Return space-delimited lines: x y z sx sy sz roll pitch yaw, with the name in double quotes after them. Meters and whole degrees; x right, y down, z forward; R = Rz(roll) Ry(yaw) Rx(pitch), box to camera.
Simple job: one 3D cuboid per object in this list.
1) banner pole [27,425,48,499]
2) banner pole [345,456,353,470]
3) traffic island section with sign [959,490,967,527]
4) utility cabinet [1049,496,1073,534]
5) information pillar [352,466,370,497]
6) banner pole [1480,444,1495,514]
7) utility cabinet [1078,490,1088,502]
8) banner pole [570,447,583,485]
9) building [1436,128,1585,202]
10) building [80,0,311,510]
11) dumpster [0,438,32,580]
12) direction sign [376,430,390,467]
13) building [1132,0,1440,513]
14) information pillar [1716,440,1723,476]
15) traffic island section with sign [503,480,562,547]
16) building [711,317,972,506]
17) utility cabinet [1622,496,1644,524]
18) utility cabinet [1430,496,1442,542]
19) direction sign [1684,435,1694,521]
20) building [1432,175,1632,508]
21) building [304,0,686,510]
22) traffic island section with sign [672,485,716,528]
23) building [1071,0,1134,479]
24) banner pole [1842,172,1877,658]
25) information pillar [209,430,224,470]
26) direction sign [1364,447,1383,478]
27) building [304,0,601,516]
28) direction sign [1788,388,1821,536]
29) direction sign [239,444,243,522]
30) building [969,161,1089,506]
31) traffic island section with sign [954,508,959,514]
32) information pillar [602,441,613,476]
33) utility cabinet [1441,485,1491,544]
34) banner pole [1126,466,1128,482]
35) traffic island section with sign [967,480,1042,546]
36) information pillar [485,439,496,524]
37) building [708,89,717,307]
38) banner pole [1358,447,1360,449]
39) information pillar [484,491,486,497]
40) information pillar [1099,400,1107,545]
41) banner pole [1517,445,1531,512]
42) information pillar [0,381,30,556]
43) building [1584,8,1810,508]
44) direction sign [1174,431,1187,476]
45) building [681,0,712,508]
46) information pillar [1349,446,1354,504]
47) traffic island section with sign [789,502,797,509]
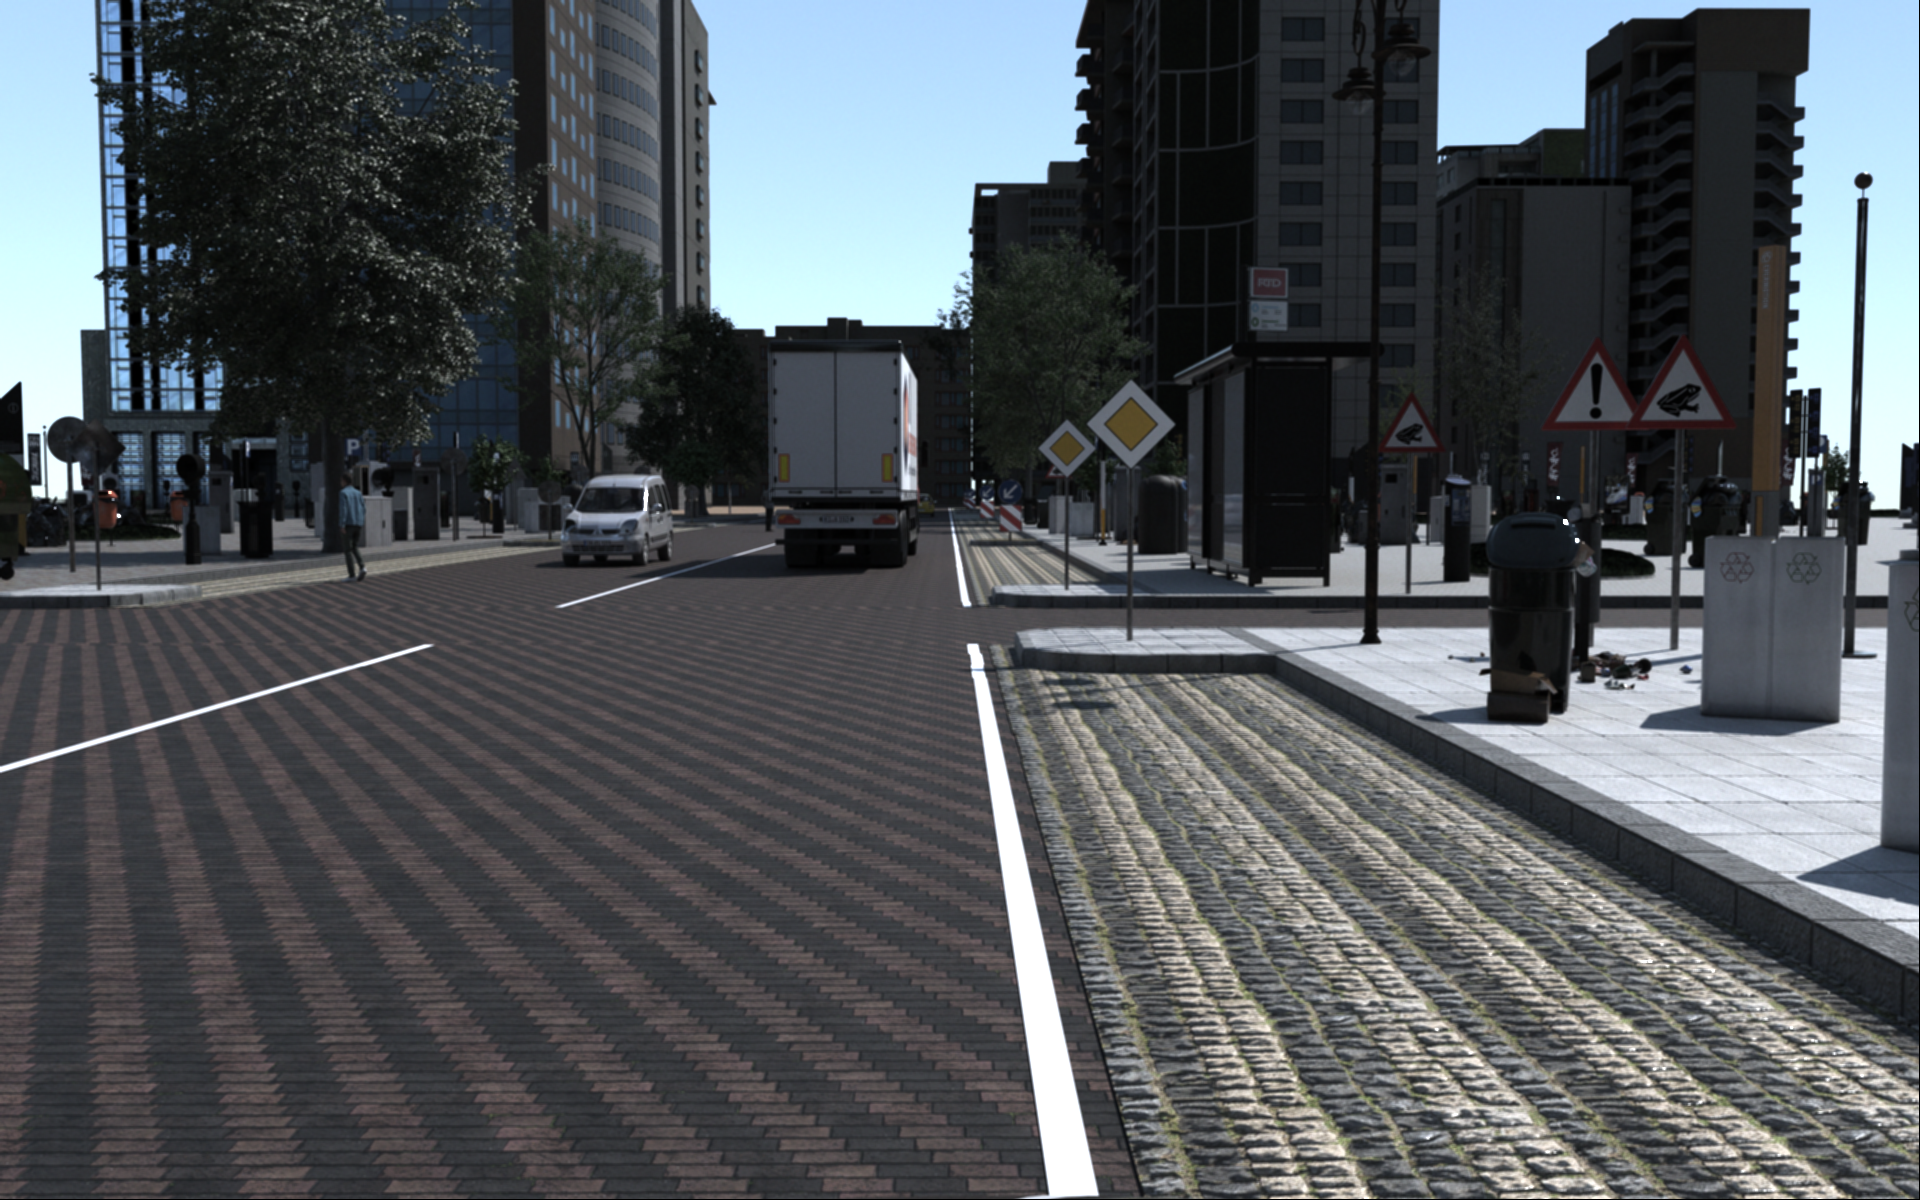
-33.452 -4.461 62.954 0.401 3.779 0.863 3 4 36 "banner pole"
-31.833 -6.120 90.077 0.863 3.779 0.401 -2 4 -23 "banner pole"
1.058 -4.102 75.688 1.989 1.847 2.006 0 4 0 "traffic island section with sign"
3.223 -2.714 55.535 0.306 1.237 1.020 2 4 35 "utility cabinet"
-15.631 -2.491 45.221 0.304 2.012 0.304 2 4 25 "information pillar"
26.510 -5.930 86.977 0.863 3.779 0.401 1 4 19 "banner pole"
7.075 -5.352 96.177 1.173 1.500 0.318 3 5 44 "utility cabinet"
-20.013 -6.161 90.745 0.863 3.779 0.401 -2 4 -34 "banner pole"
61.874 -31.395 196.900 14.086 41.232 14.154 0 4 0 "building"
-60.685 -51.347 152.187 31.000 86.520 22.319 0 4 0 "building"
-14.653 -1.378 25.030 1.502 2.255 1.985 0 4 0 "dumpster"
-19.855 -4.130 59.515 0.379 3.537 0.876 -3 4 -37 "direction sign"
21.723 -42.040 125.607 20.563 71.187 20.611 0 4 0 "building"
32.678 -5.090 74.579 0.183 3.616 0.504 3 5 40 "information pillar"
-11.355 -2.389 47.685 1.989 1.847 2.006 0 4 0 "traffic island section with sign"
-13.283 -21.941 203.777 28.899 21.520 27.650 0 4 0 "building"
24.200 -3.146 62.595 0.306 1.237 1.020 -2 4 -27 "utility cabinet"
12.969 -2.179 46.793 0.306 1.237 1.020 0 4 -1 "utility cabinet"
28.172 -4.589 67.019 0.379 3.537 0.876 0 4 3 "direction sign"
52.383 -23.778 160.469 14.107 30.474 14.160 0 4 0 "building"
-32.902 -35.754 126.578 21.231 58.520 28.212 0 4 0 "building"
-11.561 -4.037 74.640 1.989 1.847 2.006 0 4 0 "traffic island section with sign"
21.449 -30.366 151.104 22.147 44.769 28.867 0 4 0 "building"
6.926 -1.429 13.382 0.401 3.779 0.863 2 4 27 "banner pole"
-26.808 -4.352 62.518 0.504 3.616 0.183 0 4 3 "information pillar"
19.783 -5.556 82.842 0.876 3.537 0.379 2 4 27 "direction sign"
-30.412 -27.846 105.392 14.600 45.320 14.200 0 4 0 "building"
18.197 -2.776 37.378 0.379 3.537 0.876 -1 4 -16 "direction sign"
-32.465 -5.278 78.293 0.379 3.537 0.876 -2 4 -28 "direction sign"
13.150 -31.379 204.932 23.993 40.220 32.217 0 4 0 "building"
0.682 -7.119 125.021 1.989 1.847 2.006 0 4 0 "traffic island section with sign"
-15.687 -5.238 76.999 0.504 3.616 0.183 -3 5 -40 "information pillar"
12.760 -2.140 43.673 1.173 1.500 0.318 3 4 37 "utility cabinet"
4.493 -3.417 45.884 0.401 3.779 0.863 1 4 18 "banner pole"
1.269 -2.422 48.223 1.989 1.847 2.006 0 4 0 "traffic island section with sign"
-20.008 -5.066 74.187 0.183 3.616 0.504 0 4 6 "information pillar"
-41.748 -37.526 202.792 27.495 52.752 28.713 0 4 0 "building"
21.523 -6.281 92.705 0.863 3.779 0.401 -2 4 -25 "banner pole"
-21.944 -5.449 80.443 0.183 3.616 0.504 2 4 27 "information pillar"
3.580 -3.182 43.378 0.183 3.616 0.504 0 4 0 "information pillar"
28.481 -5.973 87.677 0.401 3.779 0.863 -3 5 -39 "banner pole"
-19.736 -2.736 36.092 0.504 3.616 0.183 0 4 1 "information pillar"
66.547 -31.102 158.627 14.200 45.320 14.600 0 4 0 "building"
8.116 -4.302 62.341 0.876 3.537 0.379 0 4 -2 "direction sign"
-34.358 -32.499 155.062 21.600 48.544 21.300 0 4 0 "building"
19.309 -5.753 85.419 0.183 3.616 0.504 0 4 -6 "information pillar"
-11.950 -7.108 124.839 1.989 1.847 2.006 0 4 0 "traffic island section with sign"
